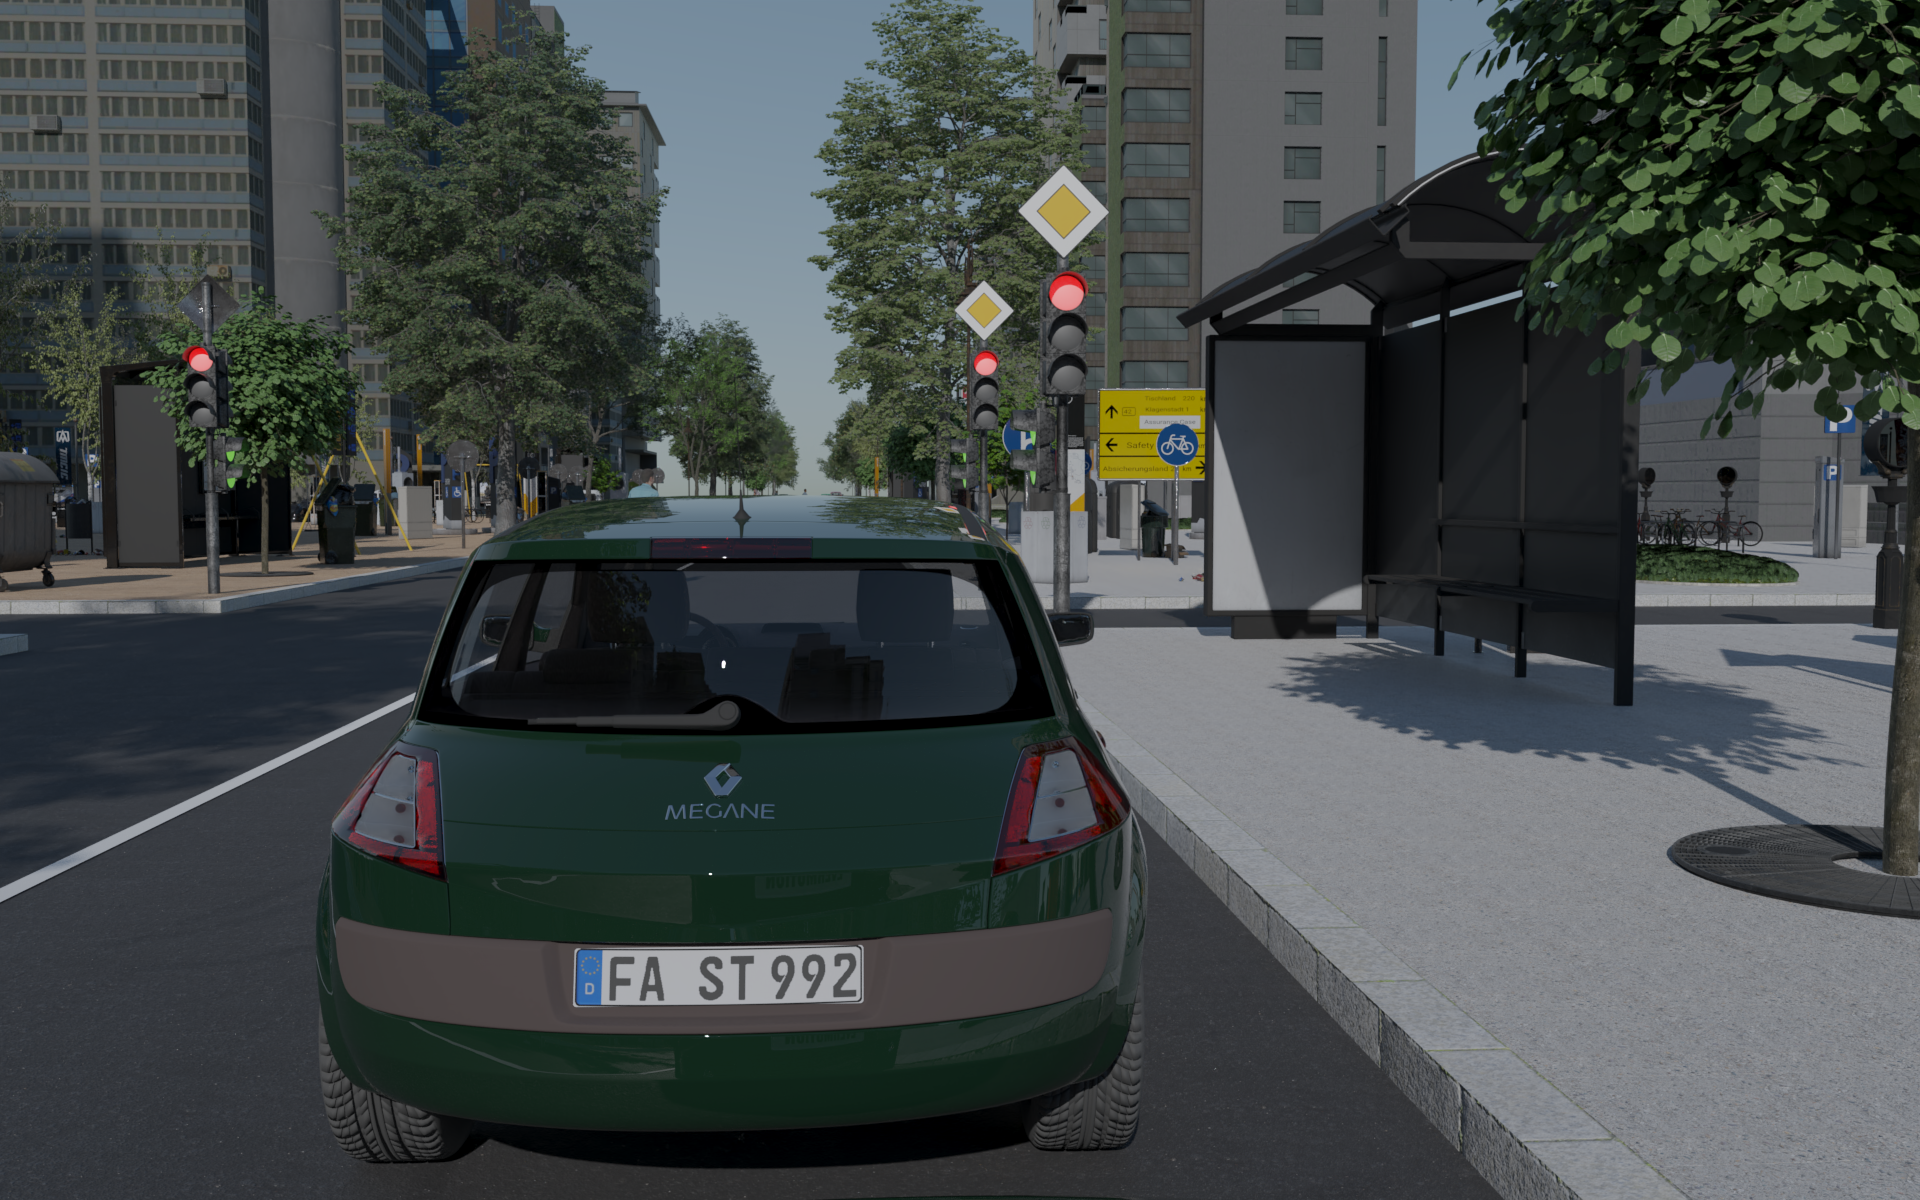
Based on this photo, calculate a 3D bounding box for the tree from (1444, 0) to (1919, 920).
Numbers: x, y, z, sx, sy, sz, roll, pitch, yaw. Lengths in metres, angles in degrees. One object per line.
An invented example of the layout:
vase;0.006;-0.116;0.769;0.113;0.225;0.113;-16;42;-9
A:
tree;3.118;-1.343;5.666;4.285;4.588;4.351;0;3;0

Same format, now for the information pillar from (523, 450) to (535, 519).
information pillar;-19.696;-5.350;78.834;0.183;3.616;0.504;1;4;15

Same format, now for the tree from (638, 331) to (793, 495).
tree;-17.088;-11.360;111.489;9.928;11.665;9.643;0;3;0

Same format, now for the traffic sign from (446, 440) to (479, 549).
traffic sign;-11.665;-2.479;40.636;0.768;2.556;0.104;0;4;-1

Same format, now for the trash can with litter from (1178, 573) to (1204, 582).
trash can with litter;4.026;-0.890;25.614;1.678;1.210;2.233;0;4;-7

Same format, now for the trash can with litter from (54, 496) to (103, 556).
trash can with litter;-18.169;-1.553;36.441;2.233;1.210;1.678;0;4;-6

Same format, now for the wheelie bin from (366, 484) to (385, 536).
wheelie bin;-18.234;-2.759;53.023;0.980;1.594;0.693;0;4;-2

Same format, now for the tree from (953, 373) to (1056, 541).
tree;0.719;-2.041;27.966;1.663;3.219;1.824;0;3;0

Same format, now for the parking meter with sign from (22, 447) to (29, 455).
parking meter with sign;-34.793;-4.124;63.696;0.543;3.016;1.738;-1;4;-10

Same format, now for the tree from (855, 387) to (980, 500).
tree;-0.815;-4.048;49.895;4.285;4.588;4.351;0;3;0

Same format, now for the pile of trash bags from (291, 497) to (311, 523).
pile of trash bags;-31.160;-4.245;79.153;3.447;1.369;1.912;1;4;22

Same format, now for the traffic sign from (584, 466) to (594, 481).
traffic sign;-16.490;-4.717;77.235;0.768;2.556;0.104;0;4;-1

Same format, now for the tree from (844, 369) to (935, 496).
tree;-3.122;-8.410;87.867;4.360;8.622;3.978;0;3;0

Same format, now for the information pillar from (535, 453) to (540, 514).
information pillar;-19.603;-5.408;79.767;0.504;3.616;0.183;-3;5;-40

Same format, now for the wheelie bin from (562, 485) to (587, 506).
wheelie bin;-14.074;-3.369;62.998;0.980;1.594;0.693;-3;4;-37

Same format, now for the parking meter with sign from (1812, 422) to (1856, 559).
parking meter with sign;17.478;-2.356;34.781;0.543;3.016;1.738;1;4;17

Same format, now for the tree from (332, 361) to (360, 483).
tree;-26.773;-7.151;67.284;4.737;8.622;4.395;0;3;0

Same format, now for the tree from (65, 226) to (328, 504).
tree;-21.196;-5.989;48.275;4.737;8.622;4.395;0;3;0

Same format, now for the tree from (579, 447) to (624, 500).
tree;-14.677;-4.711;71.622;1.663;3.219;1.824;0;3;0

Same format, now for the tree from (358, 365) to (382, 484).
tree;-32.845;-8.676;92.217;4.737;8.622;4.395;0;3;0

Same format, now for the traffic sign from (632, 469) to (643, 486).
traffic sign;-16.271;-5.372;87.942;0.768;2.556;0.104;0;4;1

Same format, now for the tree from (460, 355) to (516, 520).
tree;-23.632;-8.222;84.796;4.360;8.622;3.978;0;3;0

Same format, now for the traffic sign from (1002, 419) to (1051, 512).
traffic sign;1.040;-1.635;26.835;0.768;2.556;0.104;0;4;1

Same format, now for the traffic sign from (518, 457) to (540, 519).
traffic sign;-14.743;-3.617;59.237;0.768;2.556;0.104;0;4;-1

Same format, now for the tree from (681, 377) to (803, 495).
tree;-20.536;-14.490;153.919;9.611;12.733;9.660;0;3;0

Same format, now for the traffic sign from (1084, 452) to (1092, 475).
traffic sign;3.449;-3.069;50.286;0.768;2.556;0.104;0;4;2

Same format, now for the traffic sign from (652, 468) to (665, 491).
traffic sign;-14.749;-5.151;84.331;0.768;2.556;0.104;0;4;3

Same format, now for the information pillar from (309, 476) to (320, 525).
information pillar;-26.857;-4.137;72.136;0.304;2.012;0.304;3;5;41

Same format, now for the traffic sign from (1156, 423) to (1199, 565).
traffic sign;3.905;-1.903;31.227;0.768;2.556;0.104;0;4;-2

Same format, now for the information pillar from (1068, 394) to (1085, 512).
information pillar;2.064;-2.500;32.230;0.504;3.616;0.183;0;4;-3

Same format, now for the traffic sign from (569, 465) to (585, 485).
traffic sign;-16.864;-4.665;76.381;0.768;2.556;0.104;0;4;1

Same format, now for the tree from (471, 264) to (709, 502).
tree;-13.934;-7.975;64.811;8.767;10.594;7.601;-2;4;-31

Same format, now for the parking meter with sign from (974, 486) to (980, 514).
parking meter with sign;0.627;-5.574;87.403;0.543;3.016;1.738;0;4;-1

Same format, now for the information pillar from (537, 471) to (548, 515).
information pillar;-13.221;-3.079;54.827;0.304;2.012;0.304;-1;4;-8

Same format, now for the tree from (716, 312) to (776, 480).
tree;-17.653;-13.247;123.247;9.857;13.997;8.962;0;3;0

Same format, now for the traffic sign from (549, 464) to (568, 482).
traffic sign;-16.861;-4.444;72.765;0.768;2.556;0.104;0;4;-1

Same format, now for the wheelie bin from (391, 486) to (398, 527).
wheelie bin;-22.582;-3.706;68.493;0.980;1.594;0.693;0;4;1

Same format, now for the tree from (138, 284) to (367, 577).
tree;-11.052;-2.661;27.218;4.285;4.588;4.351;0;3;0

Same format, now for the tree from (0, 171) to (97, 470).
tree;-18.072;-4.942;31.159;4.360;8.622;3.978;0;3;0

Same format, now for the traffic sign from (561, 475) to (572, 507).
traffic sign;-18.636;-4.962;81.134;0.884;2.594;0.081;0;4;4

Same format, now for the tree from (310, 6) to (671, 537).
tree;-12.463;-8.595;47.179;9.857;13.997;8.962;0;3;0

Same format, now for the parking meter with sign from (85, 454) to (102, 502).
parking meter with sign;-37.931;-4.907;76.487;0.543;3.016;1.738;0;4;-4

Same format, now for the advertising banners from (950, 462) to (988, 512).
advertising banners;0.100;-3.634;55.604;2.074;3.025;0.090;-3;5;-42

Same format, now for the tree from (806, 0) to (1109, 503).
tree;-0.125;-7.436;39.710;7.486;12.596;7.792;0;3;0

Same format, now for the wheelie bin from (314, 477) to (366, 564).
wheelie bin;-11.467;-1.466;31.869;0.693;1.594;0.980;-2;4;-32

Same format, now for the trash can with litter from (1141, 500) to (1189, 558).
trash can with litter;4.127;-1.439;34.912;1.055;1.170;0.624;3;5;39

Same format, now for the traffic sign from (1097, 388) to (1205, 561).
traffic sign;3.767;-2.406;33.216;2.265;3.308;0.079;0;4;3

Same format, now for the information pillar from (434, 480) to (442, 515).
information pillar;-28.085;-5.430;93.266;0.304;2.012;0.304;1;4;11
